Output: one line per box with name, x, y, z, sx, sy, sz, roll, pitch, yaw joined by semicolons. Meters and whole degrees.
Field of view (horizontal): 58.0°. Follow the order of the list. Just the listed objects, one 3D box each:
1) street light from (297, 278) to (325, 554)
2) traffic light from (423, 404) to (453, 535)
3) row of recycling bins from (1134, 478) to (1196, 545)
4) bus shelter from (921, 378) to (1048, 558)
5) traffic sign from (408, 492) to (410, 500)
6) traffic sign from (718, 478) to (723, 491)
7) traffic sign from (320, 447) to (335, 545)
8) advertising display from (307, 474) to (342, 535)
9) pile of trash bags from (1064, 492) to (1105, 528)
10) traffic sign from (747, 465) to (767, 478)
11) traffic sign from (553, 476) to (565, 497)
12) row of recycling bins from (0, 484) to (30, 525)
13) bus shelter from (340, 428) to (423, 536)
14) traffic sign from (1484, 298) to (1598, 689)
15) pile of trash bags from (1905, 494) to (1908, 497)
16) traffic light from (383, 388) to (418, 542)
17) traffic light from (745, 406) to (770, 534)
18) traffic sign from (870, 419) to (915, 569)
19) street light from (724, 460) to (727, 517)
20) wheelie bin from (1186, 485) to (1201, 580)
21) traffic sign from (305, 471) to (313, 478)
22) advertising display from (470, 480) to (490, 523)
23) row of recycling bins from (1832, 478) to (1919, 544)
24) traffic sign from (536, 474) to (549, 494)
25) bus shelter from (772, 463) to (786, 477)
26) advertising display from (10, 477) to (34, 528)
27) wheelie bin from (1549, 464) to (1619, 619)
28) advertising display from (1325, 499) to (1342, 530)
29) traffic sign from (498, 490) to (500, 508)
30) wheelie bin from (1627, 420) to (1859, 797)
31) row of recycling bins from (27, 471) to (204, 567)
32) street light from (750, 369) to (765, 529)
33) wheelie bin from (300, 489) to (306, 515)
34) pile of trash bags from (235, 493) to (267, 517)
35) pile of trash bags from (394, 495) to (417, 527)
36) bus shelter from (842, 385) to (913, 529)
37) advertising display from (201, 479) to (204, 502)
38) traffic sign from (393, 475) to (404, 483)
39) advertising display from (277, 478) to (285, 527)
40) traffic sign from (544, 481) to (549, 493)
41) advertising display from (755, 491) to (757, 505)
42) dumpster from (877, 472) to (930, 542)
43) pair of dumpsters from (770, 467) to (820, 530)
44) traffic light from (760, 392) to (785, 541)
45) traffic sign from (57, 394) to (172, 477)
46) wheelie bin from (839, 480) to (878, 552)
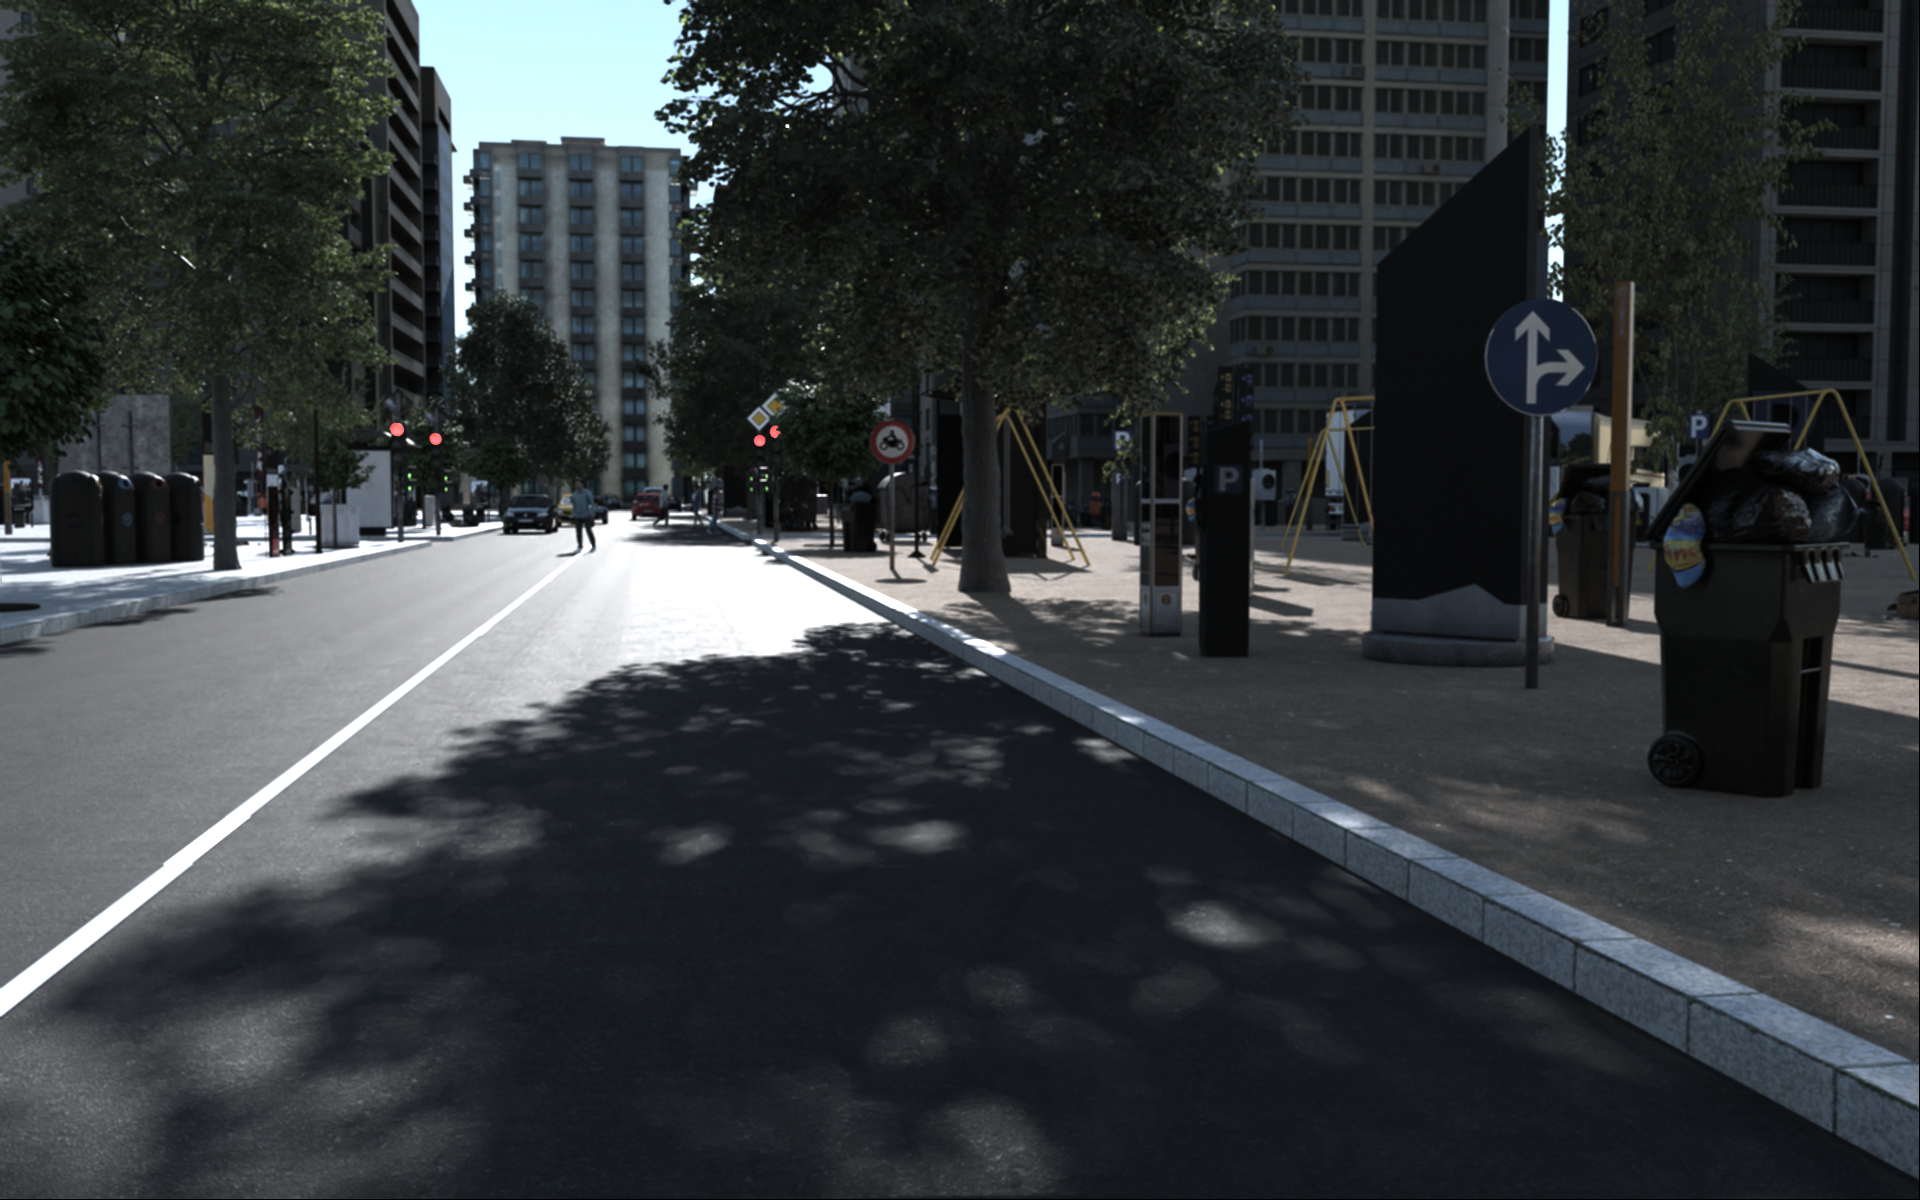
street light;-13.824;-3.938;37.167;0.468;5.910;1.993;-1;4;-10
traffic light;-16.209;-3.967;53.780;0.839;4.253;0.868;-1;4;-10
row of recycling bins;5.990;-2.273;44.272;3.534;1.692;1.069;-2;4;-33
bus shelter;0.468;-2.835;37.627;1.731;3.624;6.357;-1;4;-10
traffic sign;-24.551;-4.711;77.125;0.768;2.556;0.104;0;4;-2
traffic sign;-15.178;-6.639;110.684;0.606;2.300;0.079;0;4;-5
traffic sign;-15.191;-2.563;42.016;0.768;2.556;0.104;0;4;-5
advertising display;-20.044;-3.017;54.549;0.974;1.923;0.123;0;4;-3
pile of trash bags;4.884;-3.490;66.816;1.912;1.369;3.447;-1;4;-9
traffic sign;-6.721;-3.558;58.185;0.884;2.594;0.081;0;4;-3
traffic sign;-28.635;-7.562;123.649;0.884;2.594;0.081;0;4;-4
row of recycling bins;-40.588;-4.021;72.854;1.069;1.692;3.534;1;4;12
bus shelter;-18.683;-3.781;55.741;2.014;3.302;5.546;-1;4;-10
traffic sign;3.775;-0.688;11.361;0.768;2.556;0.104;0;4;-7
pile of trash bags;36.772;-3.507;67.095;1.912;1.369;3.447;3;5;41
traffic light;-14.841;-3.486;45.912;0.839;4.253;0.868;-1;4;-10
traffic light;-6.446;-4.071;55.487;0.839;4.253;0.868;-1;4;-10
traffic sign;-1.161;-1.801;29.560;0.768;2.556;0.104;0;4;-6
street light;-13.152;-7.587;96.843;0.468;5.910;1.993;-1;4;-10
wheelie bin;3.855;-1.084;25.638;0.980;1.594;0.693;0;4;-6
traffic sign;-21.753;-3.596;58.796;0.884;2.594;0.081;-1;4;-10
advertising display;-21.559;-4.440;77.810;0.974;1.923;0.123;1;4;17
row of recycling bins;23.886;-2.346;45.476;3.534;1.692;1.069;2;4;29
traffic sign;-26.057;-6.605;108.104;0.768;2.556;0.104;0;4;-4
bus shelter;-11.005;-8.001;108.449;2.179;5.291;8.768;-1;4;-10
advertising display;-35.919;-3.725;66.114;0.974;1.923;0.123;-1;4;-14
wheelie bin;6.619;-0.614;17.952;0.980;1.594;0.693;0;4;-8
advertising display;13.349;-3.470;61.949;0.123;1.923;0.974;3;5;42
traffic sign;-28.253;-6.484;106.125;0.768;2.556;0.104;0;4;-5
wheelie bin;3.485;0.018;7.610;0.980;1.594;0.693;-3;5;-42
row of recycling bins;-15.342;-1.517;31.916;1.069;1.692;3.534;1;4;13
street light;-7.471;-5.585;64.095;0.468;5.910;1.993;-1;4;-10
wheelie bin;-41.222;-6.164;108.693;0.693;1.594;0.980;-1;4;-19
pile of trash bags;-41.282;-5.450;98.853;3.447;1.369;1.912;-3;5;-40
pile of trash bags;-22.471;-3.593;68.493;1.912;1.369;3.447;-1;4;-14
bus shelter;-3.175;-5.144;61.739;2.179;5.291;8.768;-1;4;-10
advertising display;-32.357;-4.276;75.126;0.974;1.923;0.123;-1;4;-13
traffic sign;-23.065;-4.294;71.393;0.795;2.450;0.064;0;4;-1
advertising display;-26.658;-3.843;68.049;0.123;1.923;0.974;-2;4;-31
traffic sign;-30.282;-7.703;126.057;0.768;2.556;0.104;0;4;-1
advertising display;-12.969;-6.401;109.873;0.974;1.923;0.123;2;4;34
dumpster;-1.524;-2.529;47.110;1.264;1.857;1.865;-1;4;-10
pair of dumpsters;-6.040;-3.731;63.491;1.574;2.255;4.437;-1;4;-10
traffic light;-5.078;-3.590;47.619;0.839;4.253;0.868;-1;4;-10
traffic sign;-17.259;-2.537;35.347;2.265;3.308;0.079;0;4;-2
wheelie bin;-2.243;-1.860;38.320;0.693;1.594;0.980;-3;4;-38
